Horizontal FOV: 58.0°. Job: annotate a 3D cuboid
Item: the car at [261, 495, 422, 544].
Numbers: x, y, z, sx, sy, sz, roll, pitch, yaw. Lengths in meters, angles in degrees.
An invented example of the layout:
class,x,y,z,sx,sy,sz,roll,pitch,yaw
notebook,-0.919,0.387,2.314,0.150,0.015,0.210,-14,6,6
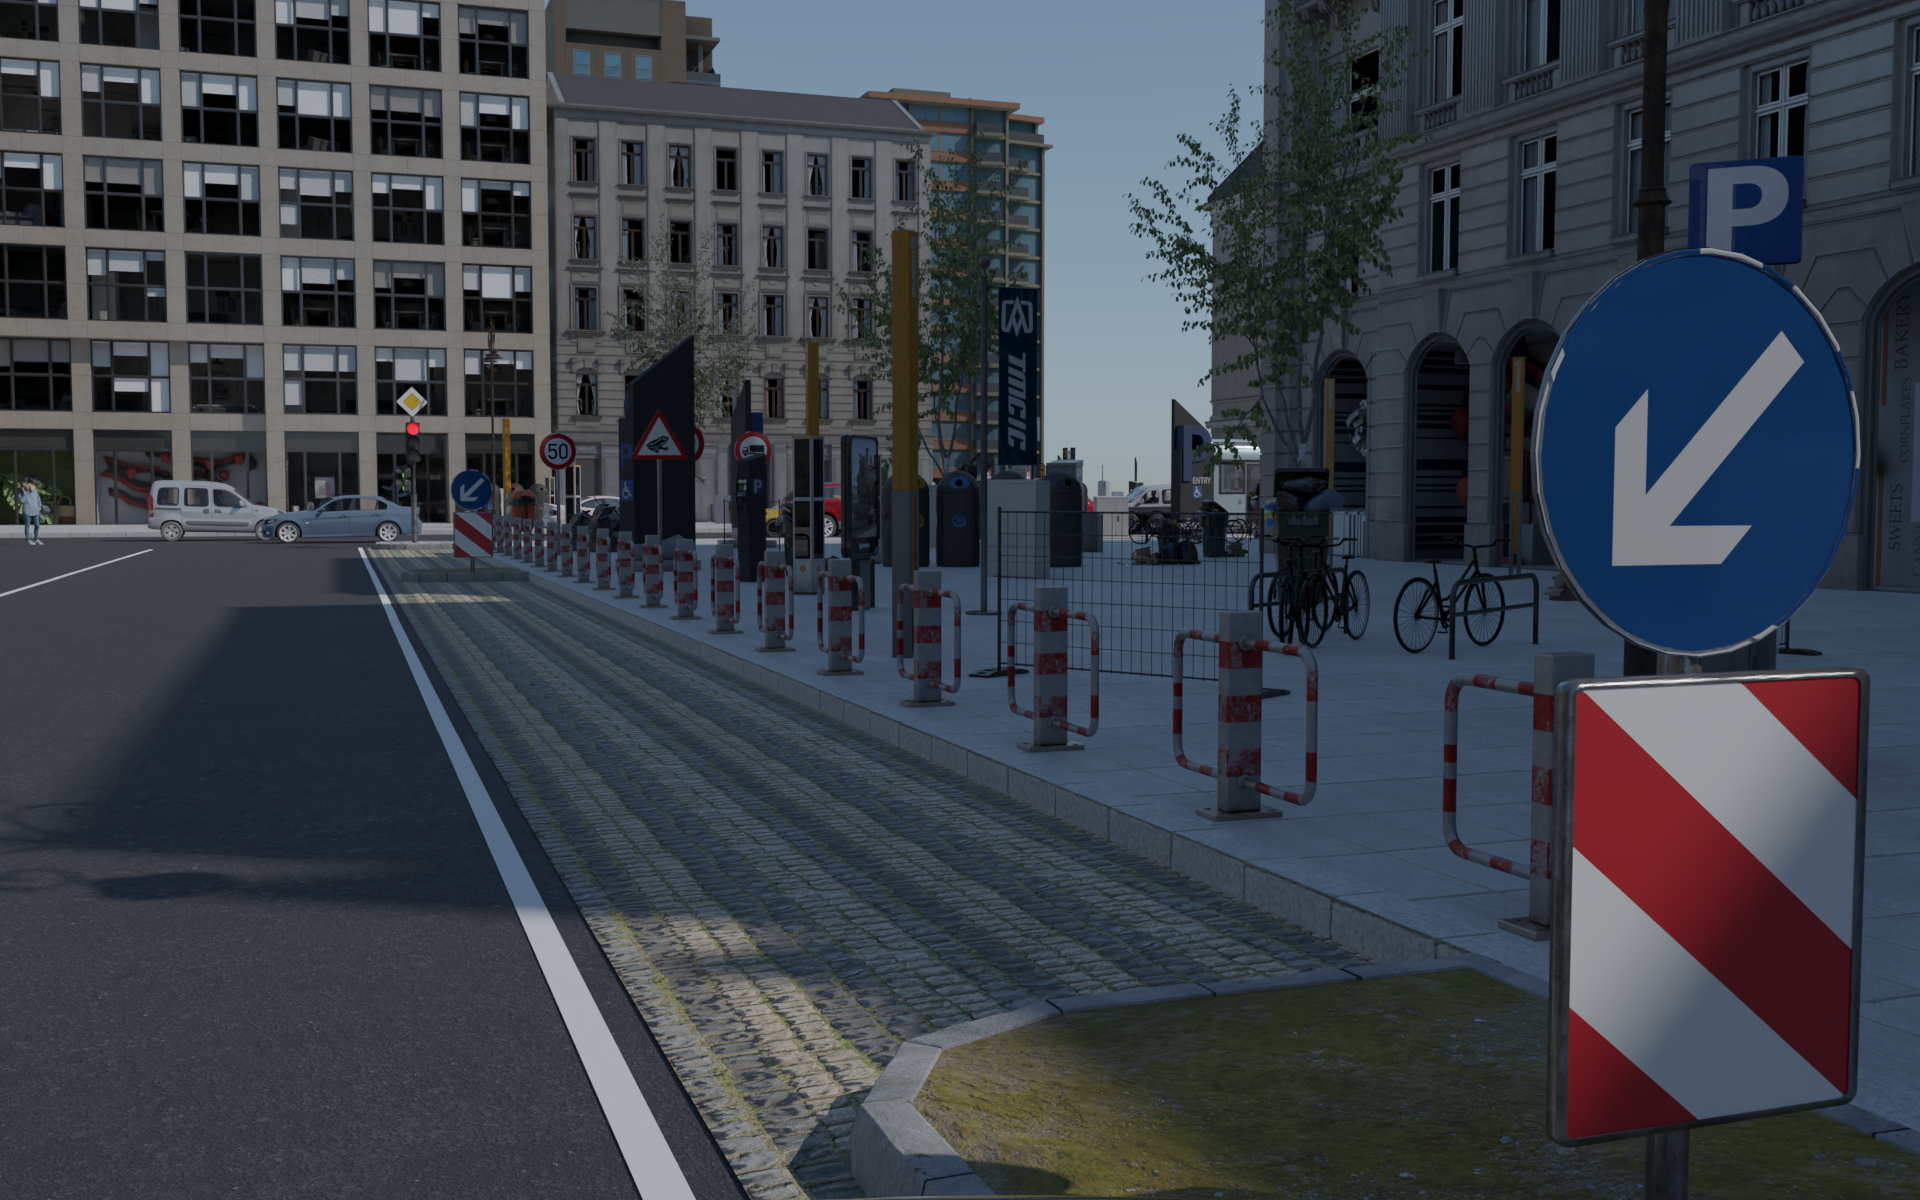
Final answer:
class,x,y,z,sx,sy,sz,roll,pitch,yaw
car,-18.283,-2.403,51.298,4.499,1.417,2.014,-1,4,-19

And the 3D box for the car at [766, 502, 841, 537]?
class,x,y,z,sx,sy,sz,roll,pitch,yaw
car,-5.368,-2.967,58.733,3.980,1.641,2.015,-1,4,-22

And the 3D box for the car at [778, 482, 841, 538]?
class,x,y,z,sx,sy,sz,roll,pitch,yaw
car,-3.243,-2.905,56.170,5.304,1.827,2.281,-1,4,-21

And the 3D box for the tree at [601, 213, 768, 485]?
class,x,y,z,sx,sy,sz,roll,pitch,yaw
tree,-7.348,-5.876,46.431,4.360,8.622,3.978,0,3,0

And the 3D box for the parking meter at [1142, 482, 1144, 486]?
class,x,y,z,sx,sy,sz,roll,pitch,yaw
parking meter,8.912,-4.888,85.637,0.255,1.863,0.399,1,4,20

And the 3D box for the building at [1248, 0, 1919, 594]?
class,x,y,z,sx,sy,sz,roll,pitch,yaw
building,15.942,-11.402,28.220,13.314,21.916,24.055,-1,4,-20

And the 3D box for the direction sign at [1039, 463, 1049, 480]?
class,x,y,z,sx,sy,sz,roll,pitch,yaw
direction sign,6.545,-8.553,131.834,0.876,3.537,0.379,-1,4,-12

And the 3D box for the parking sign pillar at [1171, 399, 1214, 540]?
class,x,y,z,sx,sy,sz,roll,pitch,yaw
parking sign pillar,6.636,-3.726,49.390,1.447,3.967,1.447,-2,4,-35

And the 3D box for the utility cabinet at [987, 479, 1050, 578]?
class,x,y,z,sx,sy,sz,roll,pitch,yaw
utility cabinet,0.884,-1.096,26.598,0.318,1.500,1.173,-3,5,-41

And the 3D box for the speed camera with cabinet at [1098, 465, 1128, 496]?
class,x,y,z,sx,sy,sz,roll,pitch,yaw
speed camera with cabinet,10.318,-7.505,117.050,2.038,3.252,0.660,2,4,35

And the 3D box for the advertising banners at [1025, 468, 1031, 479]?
class,x,y,z,sx,sy,sz,roll,pitch,yaw
advertising banners,5.281,-7.492,118.686,2.074,3.025,0.090,-2,4,-35

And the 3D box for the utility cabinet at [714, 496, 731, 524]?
class,x,y,z,sx,sy,sz,roll,pitch,yaw
utility cabinet,-10.162,-3.933,75.463,1.020,1.237,0.306,1,4,14

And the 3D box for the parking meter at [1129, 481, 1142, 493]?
class,x,y,z,sx,sy,sz,roll,pitch,yaw
parking meter,7.660,-4.325,76.430,0.399,1.863,0.255,2,4,35

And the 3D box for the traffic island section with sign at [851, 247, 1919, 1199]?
class,x,y,z,sx,sy,sz,roll,pitch,yaw
traffic island section with sign,0.850,0.313,3.514,1.989,1.847,2.006,-1,4,-20

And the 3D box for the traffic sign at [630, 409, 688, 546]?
class,x,y,z,sx,sy,sz,roll,pitch,yaw
traffic sign,-4.632,-1.632,26.695,0.884,2.594,0.081,-1,4,-18

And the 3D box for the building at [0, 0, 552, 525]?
class,x,y,z,sx,sy,sz,roll,pitch,yaw
building,-37.497,-16.846,79.948,34.151,26.468,19.350,-1,4,-20

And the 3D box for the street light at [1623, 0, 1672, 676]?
class,x,y,z,sx,sy,sz,roll,pitch,yaw
street light,2.265,-2.009,5.628,0.468,5.910,1.993,-1,4,-20

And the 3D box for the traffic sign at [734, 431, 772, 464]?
class,x,y,z,sx,sy,sz,roll,pitch,yaw
traffic sign,-4.182,-2.139,35.083,0.768,2.556,0.104,-1,4,-12

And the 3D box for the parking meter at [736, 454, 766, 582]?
class,x,y,z,sx,sy,sz,roll,pitch,yaw
parking meter,-3.043,-1.195,25.249,0.255,1.863,0.399,3,5,40

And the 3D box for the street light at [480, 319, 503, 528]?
class,x,y,z,sx,sy,sz,roll,pitch,yaw
street light,-12.351,-4.465,45.785,0.468,5.910,1.993,-1,4,-20

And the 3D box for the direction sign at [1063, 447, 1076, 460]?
class,x,y,z,sx,sy,sz,roll,pitch,yaw
direction sign,5.299,-5.643,84.267,0.379,3.537,0.876,-3,5,-40

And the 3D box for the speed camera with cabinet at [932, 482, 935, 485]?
class,x,y,z,sx,sy,sz,roll,pitch,yaw
speed camera with cabinet,-2.885,-8.541,133.982,2.038,3.252,0.660,3,5,41

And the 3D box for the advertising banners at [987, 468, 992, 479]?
class,x,y,z,sx,sy,sz,roll,pitch,yaw
advertising banners,2.683,-7.414,117.399,2.074,3.025,0.090,-1,4,-13

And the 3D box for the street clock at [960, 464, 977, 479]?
class,x,y,z,sx,sy,sz,roll,pitch,yaw
street clock,0.204,-2.307,42.289,0.358,2.002,0.471,-2,4,-33

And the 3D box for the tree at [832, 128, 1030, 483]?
class,x,y,z,sx,sy,sz,roll,pitch,yaw
tree,-0.387,-5.198,35.357,4.737,8.622,4.395,0,3,0

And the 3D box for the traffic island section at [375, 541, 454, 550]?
class,x,y,z,sx,sy,sz,roll,pitch,yaw
traffic island section,-14.323,-1.425,45.571,2.009,0.180,2.903,-1,4,-20

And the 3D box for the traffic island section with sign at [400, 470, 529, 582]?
class,x,y,z,sx,sy,sz,roll,pitch,yaw
traffic island section with sign,-8.296,-1.238,28.876,1.989,1.847,2.006,-1,4,-20

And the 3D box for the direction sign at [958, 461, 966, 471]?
class,x,y,z,sx,sy,sz,roll,pitch,yaw
direction sign,0.143,-7.814,119.753,0.379,3.537,0.876,-2,4,-35

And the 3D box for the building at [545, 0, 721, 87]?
class,x,y,z,sx,sy,sz,roll,pitch,yaw
building,-29.711,-30.849,154.491,14.600,45.320,14.200,-1,4,-20

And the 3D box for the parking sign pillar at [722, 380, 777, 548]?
class,x,y,z,sx,sy,sz,roll,pitch,yaw
parking sign pillar,-5.118,-3.245,41.530,1.447,3.967,1.447,-1,4,-23

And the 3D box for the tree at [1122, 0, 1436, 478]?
class,x,y,z,sx,sy,sz,roll,pitch,yaw
tree,4.772,-4.560,24.916,4.737,8.622,4.395,0,3,0

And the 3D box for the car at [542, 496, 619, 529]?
class,x,y,z,sx,sy,sz,roll,pitch,yaw
car,-12.133,-2.948,60.558,4.827,1.381,2.083,-1,4,-22

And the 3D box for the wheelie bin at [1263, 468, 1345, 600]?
class,x,y,z,sx,sy,sz,roll,pitch,yaw
wheelie bin,4.141,-0.792,20.863,0.980,1.594,0.693,0,4,6

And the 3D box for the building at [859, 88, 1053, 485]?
class,x,y,z,sx,sy,sz,roll,pitch,yaw
building,-4.412,-32.798,190.879,28.867,44.769,22.147,-1,4,-20

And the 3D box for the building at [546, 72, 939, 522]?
class,x,y,z,sx,sy,sz,roll,pitch,yaw
building,-11.249,-14.399,84.580,18.267,20.994,9.793,-1,4,-20

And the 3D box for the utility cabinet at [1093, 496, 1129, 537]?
class,x,y,z,sx,sy,sz,roll,pitch,yaw
utility cabinet,4.501,-2.478,51.685,1.020,1.237,0.306,-1,4,-15

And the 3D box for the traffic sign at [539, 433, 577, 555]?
class,x,y,z,sx,sy,sz,roll,pitch,yaw
traffic sign,-8.380,-2.204,36.138,0.768,2.556,0.104,-1,4,-18

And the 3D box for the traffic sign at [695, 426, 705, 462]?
class,x,y,z,sx,sy,sz,roll,pitch,yaw
traffic sign,-4.888,-1.865,30.601,0.768,2.556,0.104,-1,4,-17

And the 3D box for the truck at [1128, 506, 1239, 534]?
class,x,y,z,sx,sy,sz,roll,pitch,yaw
truck,13.751,-4.584,64.702,18.799,4.110,2.967,-1,4,-18

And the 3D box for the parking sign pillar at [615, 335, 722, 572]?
class,x,y,z,sx,sy,sz,roll,pitch,yaw
parking sign pillar,-5.099,-2.489,29.167,1.447,3.967,1.447,3,5,42

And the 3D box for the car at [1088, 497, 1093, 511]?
class,x,y,z,sx,sy,sz,roll,pitch,yaw
car,2.586,-2.988,57.900,4.494,1.783,2.155,-1,4,-21

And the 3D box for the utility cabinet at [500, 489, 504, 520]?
class,x,y,z,sx,sy,sz,roll,pitch,yaw
utility cabinet,-18.572,-3.766,70.256,0.318,1.500,1.173,1,4,18

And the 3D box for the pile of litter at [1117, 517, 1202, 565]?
class,x,y,z,sx,sy,sz,roll,pitch,yaw
pile of litter,3.652,-1.085,31.706,1.719,0.858,1.176,-1,4,-9

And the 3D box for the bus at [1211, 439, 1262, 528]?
class,x,y,z,sx,sy,sz,roll,pitch,yaw
bus,14.182,-4.048,61.044,13.247,3.499,2.948,-1,4,-20

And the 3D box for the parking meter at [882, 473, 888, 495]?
class,x,y,z,sx,sy,sz,roll,pitch,yaw
parking meter,-2.123,-2.497,46.540,0.399,1.863,0.255,0,4,0

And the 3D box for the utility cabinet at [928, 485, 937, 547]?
class,x,y,z,sx,sy,sz,roll,pitch,yaw
utility cabinet,-0.485,-2.018,41.672,1.173,1.500,0.318,1,4,13

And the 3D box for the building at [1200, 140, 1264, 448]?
class,x,y,z,sx,sy,sz,roll,pitch,yaw
building,16.994,-14.910,94.681,40.483,20.767,10.553,-1,4,-20

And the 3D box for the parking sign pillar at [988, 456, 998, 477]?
class,x,y,z,sx,sy,sz,roll,pitch,yaw
parking sign pillar,2.090,-8.162,121.913,1.447,3.967,1.447,-3,5,-44

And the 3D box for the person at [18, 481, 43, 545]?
class,x,y,z,sx,sy,sz,roll,pitch,yaw
person,-26.181,-2.448,48.791,0.793,1.790,0.793,0,4,5

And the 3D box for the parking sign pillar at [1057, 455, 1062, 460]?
class,x,y,z,sx,sy,sz,roll,pitch,yaw
parking sign pillar,7.252,-8.085,120.664,1.447,3.967,1.447,2,4,30

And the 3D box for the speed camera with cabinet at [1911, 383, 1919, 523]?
class,x,y,z,sx,sy,sz,roll,pitch,yaw
speed camera with cabinet,8.505,-1.181,13.651,2.038,3.252,0.660,-1,4,-19
